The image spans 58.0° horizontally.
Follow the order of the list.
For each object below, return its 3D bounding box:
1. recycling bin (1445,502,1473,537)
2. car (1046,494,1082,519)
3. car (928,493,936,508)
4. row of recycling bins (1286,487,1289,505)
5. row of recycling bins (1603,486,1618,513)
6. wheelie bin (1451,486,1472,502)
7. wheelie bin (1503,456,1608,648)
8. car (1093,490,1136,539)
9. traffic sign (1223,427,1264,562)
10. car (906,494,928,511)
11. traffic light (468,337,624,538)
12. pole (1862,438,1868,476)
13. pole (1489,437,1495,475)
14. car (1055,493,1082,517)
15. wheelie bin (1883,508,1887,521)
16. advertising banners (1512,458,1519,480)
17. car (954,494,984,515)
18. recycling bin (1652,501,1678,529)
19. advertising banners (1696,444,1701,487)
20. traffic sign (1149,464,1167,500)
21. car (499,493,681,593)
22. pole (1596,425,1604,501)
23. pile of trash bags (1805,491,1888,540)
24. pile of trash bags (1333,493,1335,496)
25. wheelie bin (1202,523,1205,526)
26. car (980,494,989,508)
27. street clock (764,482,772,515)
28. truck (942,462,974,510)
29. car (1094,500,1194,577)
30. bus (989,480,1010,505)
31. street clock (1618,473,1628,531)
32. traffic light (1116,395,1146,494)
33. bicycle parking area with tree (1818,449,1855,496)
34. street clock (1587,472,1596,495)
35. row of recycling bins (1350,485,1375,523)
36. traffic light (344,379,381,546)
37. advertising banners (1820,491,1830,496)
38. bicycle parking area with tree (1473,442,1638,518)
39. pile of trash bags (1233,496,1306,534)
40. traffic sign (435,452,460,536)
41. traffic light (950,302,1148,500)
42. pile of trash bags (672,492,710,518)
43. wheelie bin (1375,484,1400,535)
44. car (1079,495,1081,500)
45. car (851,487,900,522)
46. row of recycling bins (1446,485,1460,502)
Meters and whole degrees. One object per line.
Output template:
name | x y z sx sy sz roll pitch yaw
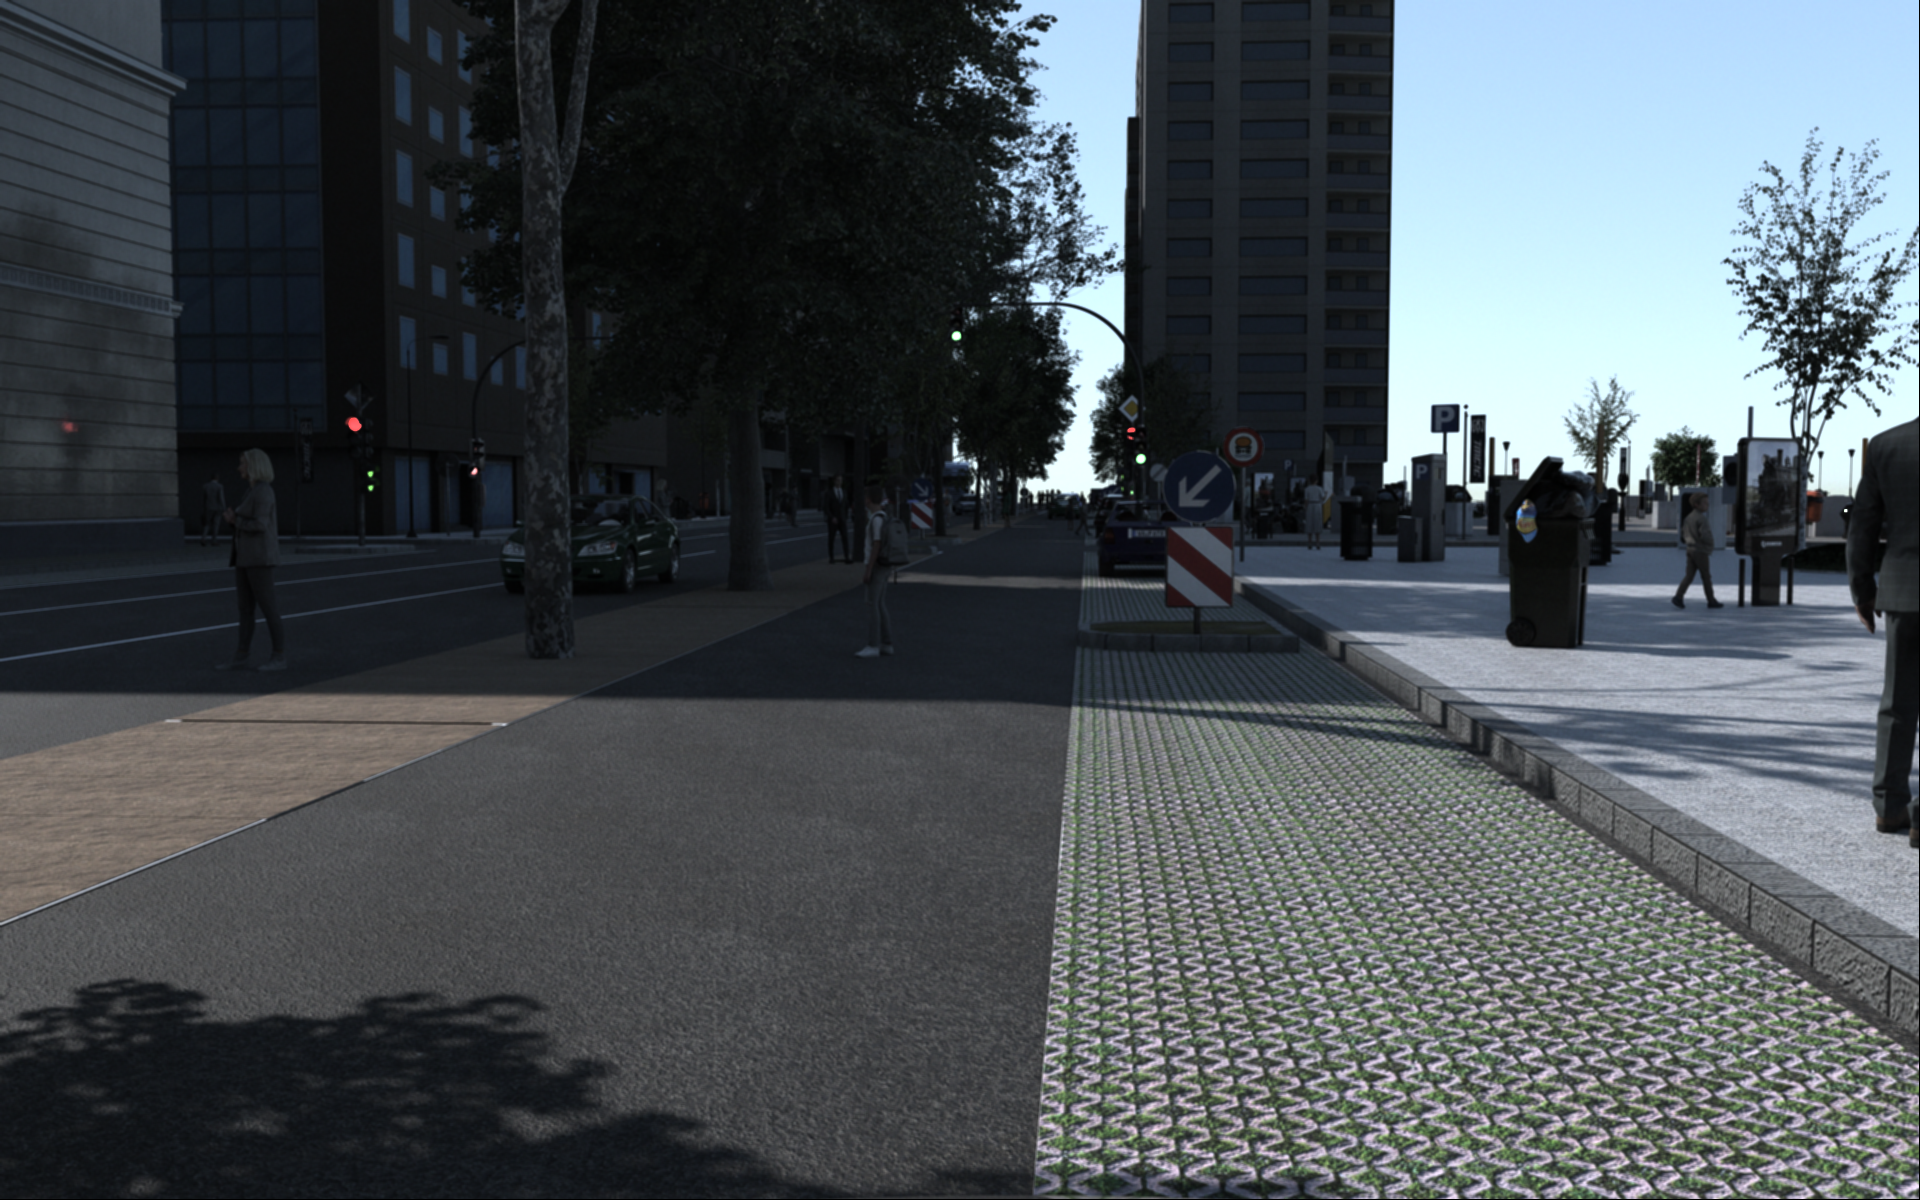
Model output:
recycling bin | 15.131 -2.461 52.784 0.722 1.027 0.722 -2 4 -31
car | 5.966 -5.356 99.370 2.131 1.459 4.920 0 4 3
car | -2.524 -8.980 155.865 2.155 1.783 4.494 0 4 5
row of recycling bins | 15.329 -4.385 78.814 1.069 1.692 3.534 1 4 13
row of recycling bins | 43.531 -6.801 118.313 1.069 1.692 3.534 -2 4 -24
wheelie bin | 19.996 -3.742 69.093 0.693 1.594 0.980 0 4 -7
wheelie bin | 5.016 -0.414 14.676 0.693 1.594 0.980 2 4 29
car | 5.332 -2.867 56.667 2.009 1.686 4.222 0 4 6
traffic sign | 5.364 -2.004 32.865 0.768 2.556 0.104 0 4 6
car | -3.537 -8.150 142.841 1.945 1.707 3.694 0 4 3
traffic light | -11.979 -4.623 50.255 4.771 5.953 1.251 0 4 4
pole | 32.982 -4.240 63.174 0.158 3.312 0.155 0 3 0
pole | 19.058 -4.175 62.104 0.158 3.312 0.155 0 3 0
car | 6.910 -6.125 109.729 1.945 1.707 3.694 0 4 6
wheelie bin | 29.977 -2.951 56.159 0.980 1.594 0.693 -2 4 -30
advertising banners | 27.226 -5.330 83.339 0.090 3.025 2.074 -1 4 -21
car | 0.661 -6.518 118.567 2.014 1.417 4.499 0 4 4
recycling bin | 25.687 -3.091 63.099 0.722 1.027 0.722 0 4 7
advertising banners | 25.852 -3.967 61.040 0.090 3.025 2.074 1 4 13
traffic sign | 8.309 -4.429 72.524 0.768 2.556 0.104 1 4 9
car | -5.574 -0.905 26.594 2.131 1.459 4.920 0 4 4
pole | 18.857 -3.499 51.059 0.158 3.312 0.155 0 3 0
pile of trash bags | 25.957 -2.462 50.007 1.912 1.369 3.447 -2 4 -34
pile of trash bags | 24.559 -6.751 120.138 1.912 1.369 3.447 -3 5 -42
wheelie bin | 8.386 -3.269 61.354 0.693 1.594 0.980 3 4 38
car | 2.078 -10.204 177.055 2.015 1.641 3.980 0 4 2
street clock | -11.662 -6.141 104.979 0.471 2.002 0.358 -1 4 -16
truck | 0.095 -9.806 150.088 2.967 4.110 18.799 0 4 4
car | 3.362 -1.128 31.020 1.945 1.354 3.894 0 4 6
bus | 5.272 -13.649 218.020 2.948 3.499 13.247 0 4 4
street clock | 23.140 -3.421 60.505 0.358 2.002 0.471 0 4 7
traffic light | 4.838 -3.674 48.983 0.839 4.253 0.868 0 4 4
bicycle parking area with tree | 57.271 -7.749 113.706 9.016 4.147 8.231 1 4 20
street clock | 21.073 -3.256 57.801 0.471 2.002 0.358 -3 4 -36
row of recycling bins | 18.032 -4.327 77.866 1.069 1.692 3.534 1 4 9
traffic light | -14.667 -3.272 42.412 0.839 4.253 0.868 0 4 4
advertising banners | 37.544 -4.935 76.878 2.074 3.025 0.090 0 4 1
bicycle parking area with tree | 32.503 -6.607 95.028 8.231 4.147 9.016 1 4 12
pile of trash bags | 10.468 -2.930 57.662 1.912 1.369 3.447 0 4 -2
traffic sign | -15.630 -3.225 52.836 0.768 2.556 0.104 0 4 5
traffic light | 2.150 -4.059 41.034 4.771 5.953 1.251 0 4 4
pile of trash bags | -14.938 -5.116 93.391 1.912 1.369 3.447 3 5 43
wheelie bin | 13.457 -2.855 54.585 0.693 1.594 0.980 0 4 -1
car | 14.714 -12.752 221.066 1.945 1.354 3.894 0 4 3
car | -4.353 -4.993 90.304 2.281 1.827 5.304 0 4 6
row of recycling bins | 22.279 -4.375 78.647 1.069 1.692 3.534 1 4 8
